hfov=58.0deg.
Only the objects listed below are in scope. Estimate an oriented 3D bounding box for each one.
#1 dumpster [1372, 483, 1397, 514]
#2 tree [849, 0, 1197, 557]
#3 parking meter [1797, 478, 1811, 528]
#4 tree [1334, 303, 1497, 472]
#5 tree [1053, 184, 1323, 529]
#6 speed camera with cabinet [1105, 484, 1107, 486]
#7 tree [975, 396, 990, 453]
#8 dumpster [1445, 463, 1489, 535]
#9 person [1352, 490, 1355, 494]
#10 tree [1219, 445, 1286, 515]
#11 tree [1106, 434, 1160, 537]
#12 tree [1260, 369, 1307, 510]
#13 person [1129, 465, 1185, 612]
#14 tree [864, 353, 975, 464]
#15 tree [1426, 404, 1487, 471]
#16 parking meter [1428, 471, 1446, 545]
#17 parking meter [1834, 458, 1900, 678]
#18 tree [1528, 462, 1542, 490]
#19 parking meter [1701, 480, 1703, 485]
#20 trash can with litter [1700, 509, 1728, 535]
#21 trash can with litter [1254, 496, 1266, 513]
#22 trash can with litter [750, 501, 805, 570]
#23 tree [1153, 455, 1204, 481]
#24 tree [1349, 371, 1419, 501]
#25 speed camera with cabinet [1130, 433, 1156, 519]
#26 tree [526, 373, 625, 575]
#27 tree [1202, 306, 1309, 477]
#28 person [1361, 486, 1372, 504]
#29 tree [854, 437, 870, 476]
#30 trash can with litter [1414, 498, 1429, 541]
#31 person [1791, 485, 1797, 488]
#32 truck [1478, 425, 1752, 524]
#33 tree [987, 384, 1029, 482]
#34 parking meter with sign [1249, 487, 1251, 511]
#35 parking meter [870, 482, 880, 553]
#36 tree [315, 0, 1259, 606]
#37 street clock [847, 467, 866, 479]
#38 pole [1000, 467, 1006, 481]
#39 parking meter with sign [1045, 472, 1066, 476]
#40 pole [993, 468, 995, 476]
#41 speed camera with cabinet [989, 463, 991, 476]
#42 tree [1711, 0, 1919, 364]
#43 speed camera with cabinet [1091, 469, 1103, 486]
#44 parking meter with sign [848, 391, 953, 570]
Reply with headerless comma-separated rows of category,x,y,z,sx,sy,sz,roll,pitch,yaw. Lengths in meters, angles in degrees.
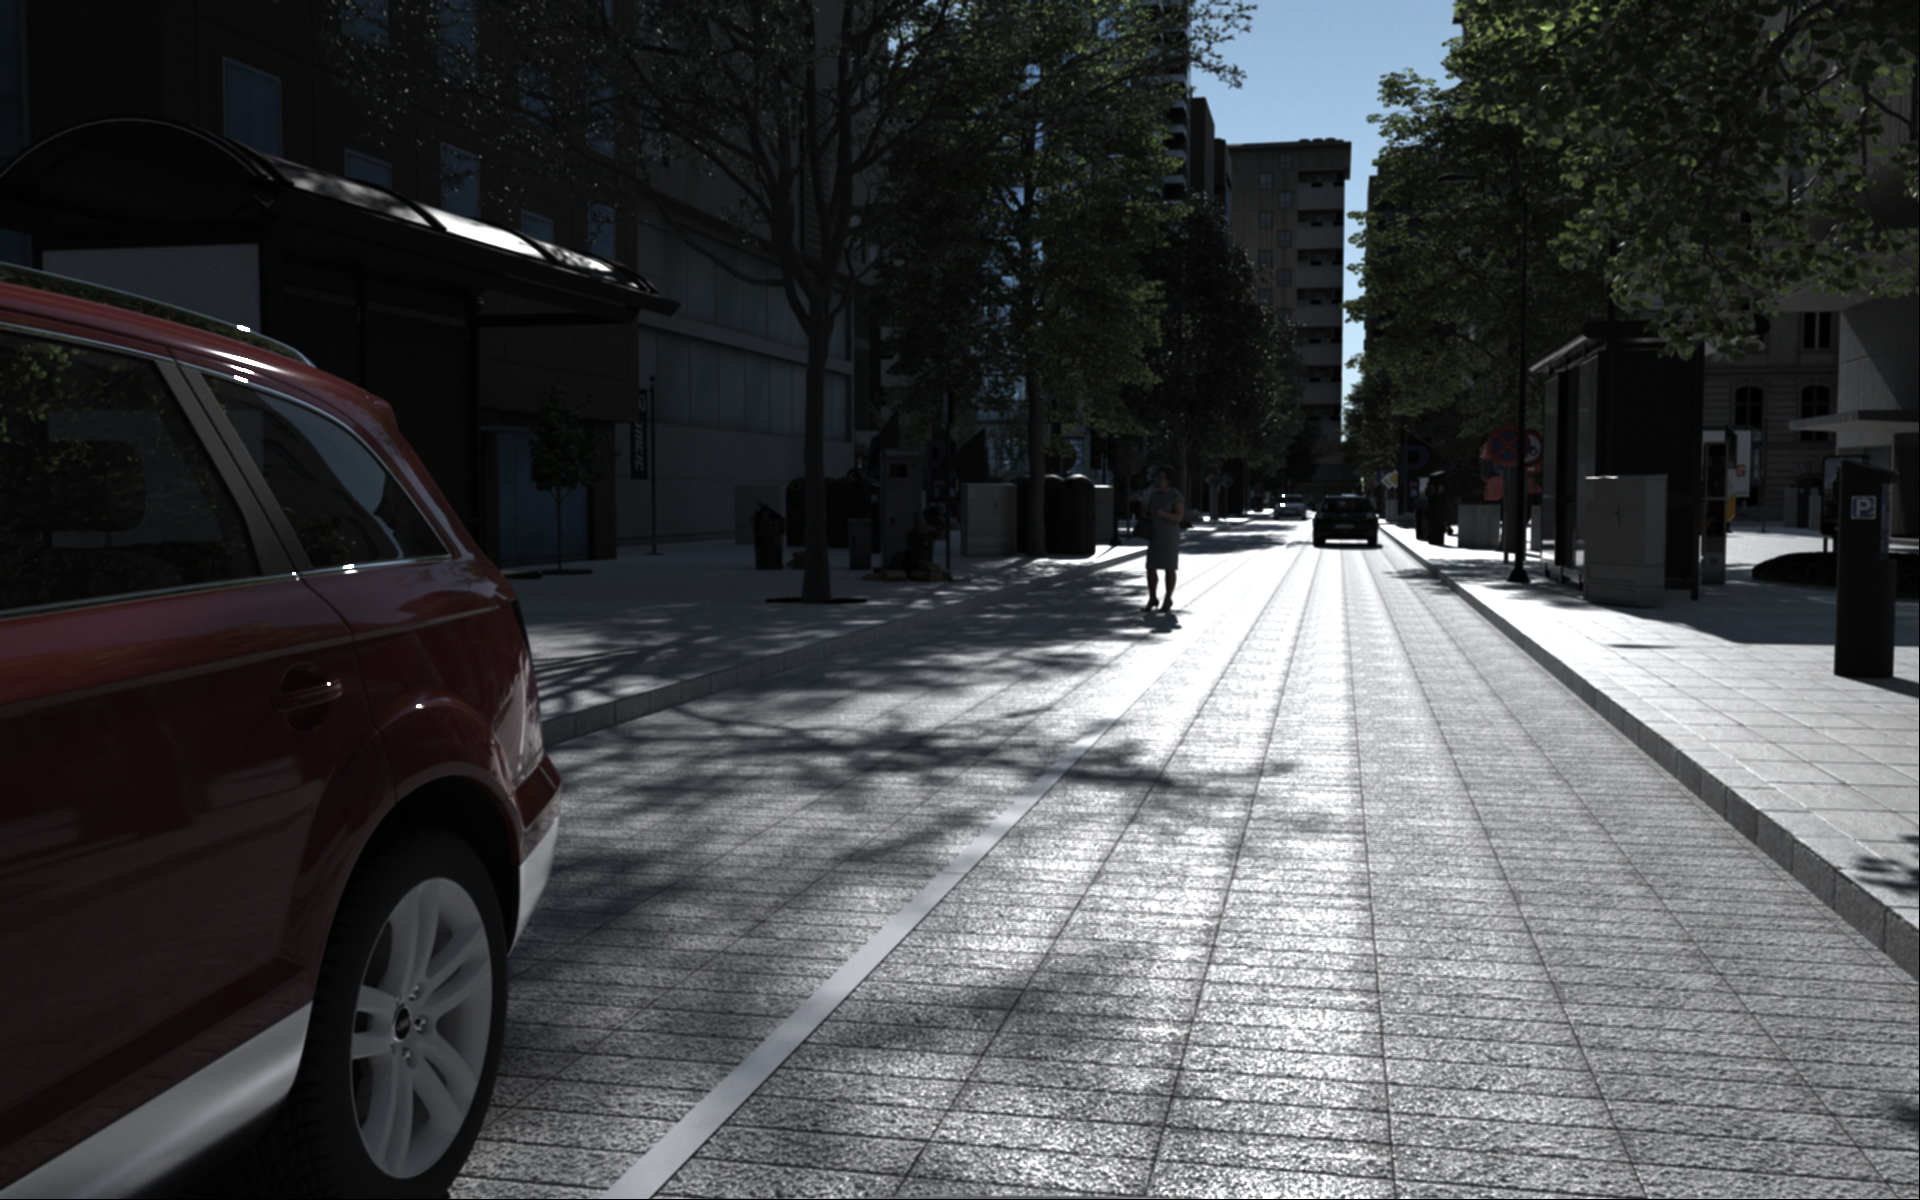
dumpster,26.911,-6.556,109.687,1.502,2.255,1.985,1,4,12
tree,1.245,-7.137,34.824,7.486,12.596,7.792,0,3,0
parking meter,31.548,-3.612,64.772,0.255,1.863,0.399,-2,4,-24
tree,22.289,-9.086,82.960,7.601,10.594,8.767,0,4,-4
tree,8.260,-9.027,64.597,9.611,12.733,9.660,0,3,0
speed camera with cabinet,11.947,-9.068,142.602,0.660,3.252,2.038,-1,4,-13
tree,0.368,-10.484,121.779,4.737,8.622,4.395,0,3,0
dumpster,16.089,-3.240,55.462,1.502,2.255,1.985,1,4,12
person,32.451,-8.206,143.154,0.515,1.767,0.782,2,4,24
tree,17.439,-7.544,107.056,4.285,4.588,4.351,0,3,0
tree,5.017,-3.498,51.798,1.663,3.219,1.824,0,3,0
tree,24.823,-13.238,142.200,9.928,11.665,9.643,0,3,0
person,2.358,-0.748,21.091,0.716,1.782,0.532,3,5,45
tree,-2.429,-8.402,87.729,4.737,8.622,4.395,0,3,0
tree,33.076,-10.115,115.738,4.737,8.622,4.395,0,3,0
parking meter,12.140,-2.350,44.126,0.399,1.863,0.255,-2,4,-32
parking meter,6.380,-0.231,12.186,0.372,1.533,0.369,0,3,0
tree,23.091,-4.459,67.503,1.663,3.219,1.824,0,3,0
parking meter,29.233,-3.834,68.394,0.399,1.863,0.255,2,4,31
trash can with litter,23.243,-2.597,53.856,1.055,1.170,0.624,0,4,6
trash can with litter,20.745,-6.646,120.052,0.624,1.170,1.055,2,4,27
trash can with litter,-3.037,-1.115,29.610,1.055,1.170,0.624,-1,4,-16
tree,12.780,-7.269,102.560,4.285,4.588,4.351,0,3,0
tree,24.401,-9.102,99.179,4.360,8.622,3.978,0,3,0
speed camera with cabinet,6.031,-3.735,55.401,0.660,3.252,2.038,2,4,31
tree,-6.474,-2.027,27.747,1.663,3.219,1.824,0,3,0
tree,18.945,-12.919,117.885,9.857,13.997,8.962,0,3,0
person,18.418,-4.272,78.588,0.600,1.795,0.529,-2,4,-28
tree,-5.900,-6.953,97.400,4.285,4.588,4.351,0,3,0
trash can with litter,13.034,-2.246,48.106,0.624,1.170,1.055,0,4,-7
person,33.008,-3.664,68.646,0.529,1.795,0.600,0,4,6
truck,26.936,-5.130,72.789,11.283,4.237,2.839,1,4,13
tree,3.598,-10.190,116.962,4.360,8.622,3.978,0,3,0
parking meter with sign,22.197,-8.418,133.893,0.543,3.016,1.738,0,4,-1
parking meter,-1.772,-1.787,37.629,0.372,1.533,0.369,0,3,0
tree,-1.725,-6.719,20.221,12.009,13.543,11.850,0,3,0
street clock,-2.811,-2.597,47.026,0.471,2.002,0.358,-1,4,-22
pole,3.195,-8.481,132.511,0.158,3.312,0.155,0,3,0
parking meter with sign,8.173,-9.489,151.400,1.738,3.016,0.543,1,4,20
pole,2.654,-8.691,135.934,0.158,3.312,0.155,0,3,0
speed camera with cabinet,1.675,-7.134,110.976,0.660,3.252,2.038,0,4,-5
tree,5.232,-5.497,8.009,7.486,12.596,7.792,0,3,0
speed camera with cabinet,8.175,-6.756,104.800,0.660,3.252,2.038,1,4,8
parking meter with sign,-1.016,-2.029,29.432,1.738,3.016,0.543,-1,4,-10
